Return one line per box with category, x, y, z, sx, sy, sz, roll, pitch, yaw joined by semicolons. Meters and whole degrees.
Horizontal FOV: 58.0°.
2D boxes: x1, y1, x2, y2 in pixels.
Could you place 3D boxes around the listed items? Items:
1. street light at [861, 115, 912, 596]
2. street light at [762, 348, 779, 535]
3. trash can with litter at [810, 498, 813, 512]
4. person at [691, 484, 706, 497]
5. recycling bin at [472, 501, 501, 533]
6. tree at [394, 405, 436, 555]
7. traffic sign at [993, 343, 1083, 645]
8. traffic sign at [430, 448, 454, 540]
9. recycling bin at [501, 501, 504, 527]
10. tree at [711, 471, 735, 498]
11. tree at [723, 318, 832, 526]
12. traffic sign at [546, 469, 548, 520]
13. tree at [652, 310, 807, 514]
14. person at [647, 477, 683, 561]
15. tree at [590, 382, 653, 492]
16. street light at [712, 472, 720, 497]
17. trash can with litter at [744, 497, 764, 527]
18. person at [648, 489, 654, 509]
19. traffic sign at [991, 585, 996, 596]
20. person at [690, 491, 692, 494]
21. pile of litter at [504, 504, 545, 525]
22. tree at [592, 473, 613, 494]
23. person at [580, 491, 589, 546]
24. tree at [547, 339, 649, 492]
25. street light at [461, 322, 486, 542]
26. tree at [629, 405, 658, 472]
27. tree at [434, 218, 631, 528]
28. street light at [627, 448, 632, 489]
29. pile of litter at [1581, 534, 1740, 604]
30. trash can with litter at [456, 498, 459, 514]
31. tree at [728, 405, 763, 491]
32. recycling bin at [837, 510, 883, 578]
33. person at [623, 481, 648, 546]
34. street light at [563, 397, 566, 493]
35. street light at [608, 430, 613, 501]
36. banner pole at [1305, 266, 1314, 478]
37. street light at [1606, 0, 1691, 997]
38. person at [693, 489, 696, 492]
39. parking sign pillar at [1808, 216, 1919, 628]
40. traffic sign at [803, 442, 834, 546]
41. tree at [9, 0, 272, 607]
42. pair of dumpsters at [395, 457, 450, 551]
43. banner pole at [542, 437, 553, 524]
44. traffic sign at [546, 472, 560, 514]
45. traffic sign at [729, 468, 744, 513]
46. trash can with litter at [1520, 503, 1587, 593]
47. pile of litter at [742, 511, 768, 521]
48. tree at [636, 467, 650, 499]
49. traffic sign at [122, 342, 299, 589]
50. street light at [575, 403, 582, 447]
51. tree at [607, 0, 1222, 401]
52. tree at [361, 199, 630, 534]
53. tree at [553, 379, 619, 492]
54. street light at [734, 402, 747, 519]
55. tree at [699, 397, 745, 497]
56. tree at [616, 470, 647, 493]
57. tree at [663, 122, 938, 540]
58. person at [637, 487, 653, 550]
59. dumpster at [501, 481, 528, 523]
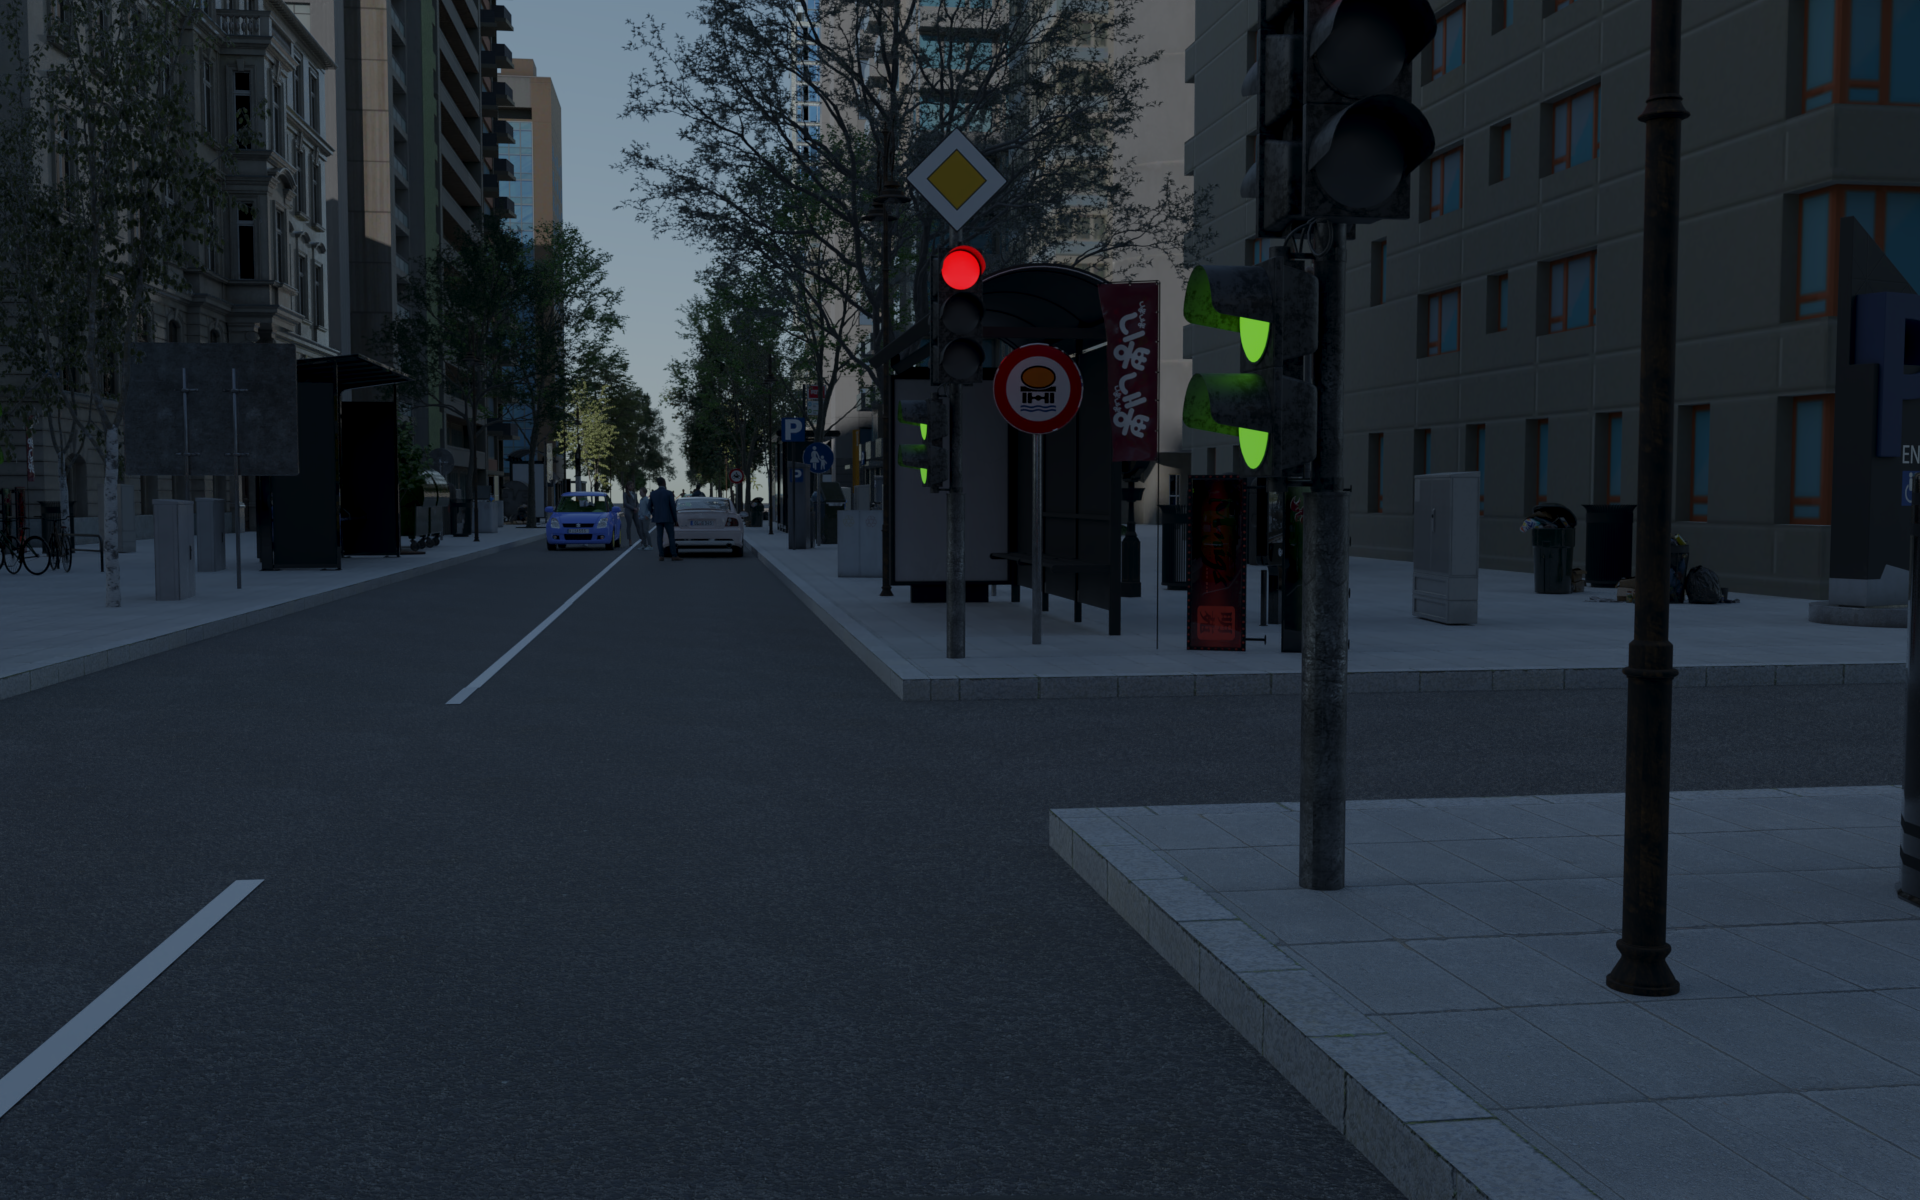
street light;-0.925;-2.988;21.640;0.468;5.910;1.993;-1;4;-9
street light;-5.993;-5.014;54.763;0.468;5.910;1.993;-1;4;-9
trash can with litter;-4.514;-2.388;50.439;0.624;1.170;1.055;1;4;16
person;-10.302;-3.634;67.899;0.794;1.824;0.713;1;4;8
recycling bin;-15.684;-2.723;57.082;0.722;1.027;0.722;0;4;0
tree;-12.023;-2.576;36.713;1.663;3.219;1.824;0;3;0
traffic sign;0.657;-0.894;14.724;0.768;2.556;0.104;0;4;-4
traffic sign;-14.348;-2.920;47.844;0.768;2.556;0.104;0;4;-3
recycling bin;-18.046;-3.332;67.035;0.722;1.027;0.722;-1;4;-14
tree;-28.575;-13.738;208.336;4.285;4.588;4.351;0;3;0
tree;-7.398;-7.254;68.966;4.360;8.622;3.978;0;3;0
traffic sign;-20.615;-5.277;86.380;0.768;2.556;0.104;0;4;-7
tree;-13.533;-11.521;105.374;9.611;12.733;9.660;0;3;0
person;-6.337;-1.742;37.159;0.721;1.800;0.419;0;4;1
tree;-33.599;-15.929;177.445;9.611;12.733;9.660;0;3;0
street light;-25.235;-12.633;179.337;0.468;5.910;1.993;-1;4;-9
trash can with litter;-8.026;-3.403;67.027;0.624;1.170;1.055;-3;4;-38
person;-24.545;-7.933;138.210;1.348;1.823;0.705;-3;5;-44
traffic sign;0.426;-1.328;21.716;0.884;2.594;0.081;0;4;-5
person;-22.644;-8.368;146.028;1.217;1.735;0.721;1;4;13
pile of litter;-18.322;-3.584;72.570;1.719;0.858;1.176;1;4;10
tree;-27.339;-8.504;133.643;1.663;3.219;1.824;0;3;0
person;-10.321;-2.233;47.610;0.503;1.515;0.523;1;4;21
tree;-26.634;-12.767;126.866;7.486;12.596;7.792;0;3;0
street light;-13.066;-4.517;46.636;0.468;5.910;1.993;-1;4;-9
tree;-31.393;-13.803;160.087;7.601;10.594;8.767;0;4;-3
tree;-15.980;-8.507;64.850;9.928;11.665;9.643;0;3;0
street light;-29.731;-11.135;154.851;0.468;5.910;1.993;-1;4;-9
pile of litter;8.345;-0.406;20.608;1.719;0.858;1.176;2;4;26
trash can with litter;-17.968;-2.988;60.242;1.055;1.170;0.624;1;4;21
tree;-15.837;-10.679;124.962;4.737;8.622;4.395;0;3;0
recycling bin;-1.478;-0.877;26.899;0.722;1.027;0.722;1;4;10
person;-8.956;-2.380;47.694;0.573;1.790;0.520;1;4;23
street light;-18.112;-6.517;79.339;0.468;5.910;1.993;-1;4;-9
street light;-24.492;-9.085;121.322;0.468;5.910;1.993;-1;4;-9
banner pole;3.882;-1.795;19.365;0.401;3.779;0.863;1;4;11
street light;1.776;-1.929;4.326;0.468;5.910;1.993;-1;4;-9
person;-13.104;-4.658;85.667;0.512;1.701;0.522;3;5;39
parking sign pillar;9.241;-1.752;17.111;1.447;3.967;1.447;-2;4;-28
traffic sign;-3.485;-2.604;42.687;0.768;2.556;0.104;0;4;-3
tree;-9.758;-4.235;19.603;4.360;8.622;3.978;0;3;0
pair of dumpsters;-13.039;-2.331;40.610;1.574;2.255;4.437;-1;4;-9
banner pole;-17.886;-5.211;75.210;0.401;3.779;0.863;-3;5;-42
traffic sign;-20.136;-5.161;85.575;0.795;2.450;0.064;0;4;-8
traffic sign;-11.024;-5.225;85.534;0.768;2.556;0.104;0;4;-2
trash can with litter;7.749;-0.681;22.519;0.624;1.170;1.055;3;4;37
pile of litter;-9.916;-4.296;84.201;1.719;0.858;1.176;-1;4;-22
tree;-40.531;-16.330;217.364;4.360;8.622;3.978;0;3;0
traffic sign;-10.089;-1.802;23.344;2.265;3.308;0.079;0;4;-5
street light;-19.429;-7.056;88.159;0.468;5.910;1.993;-1;4;-9
tree;-1.080;-7.313;29.938;12.009;13.543;11.850;0;3;0
tree;-15.241;-7.339;54.399;7.601;10.594;8.767;0;4;1
tree;-23.387;-9.722;109.324;4.737;8.622;4.395;0;3;0
street light;-11.013;-7.012;87.438;0.468;5.910;1.993;-1;4;-9
tree;-26.682;-16.830;193.304;7.486;12.596;7.792;0;3;0
tree;-38.910;-13.719;208.025;4.285;4.588;4.351;0;3;0
tree;-3.926;-7.520;48.712;9.928;11.665;9.643;0;3;0
person;-8.092;-2.085;44.393;0.330;1.601;0.589;-2;4;-32
dumpster;-19.193;-4.235;75.007;1.264;1.857;1.865;-1;4;-9
